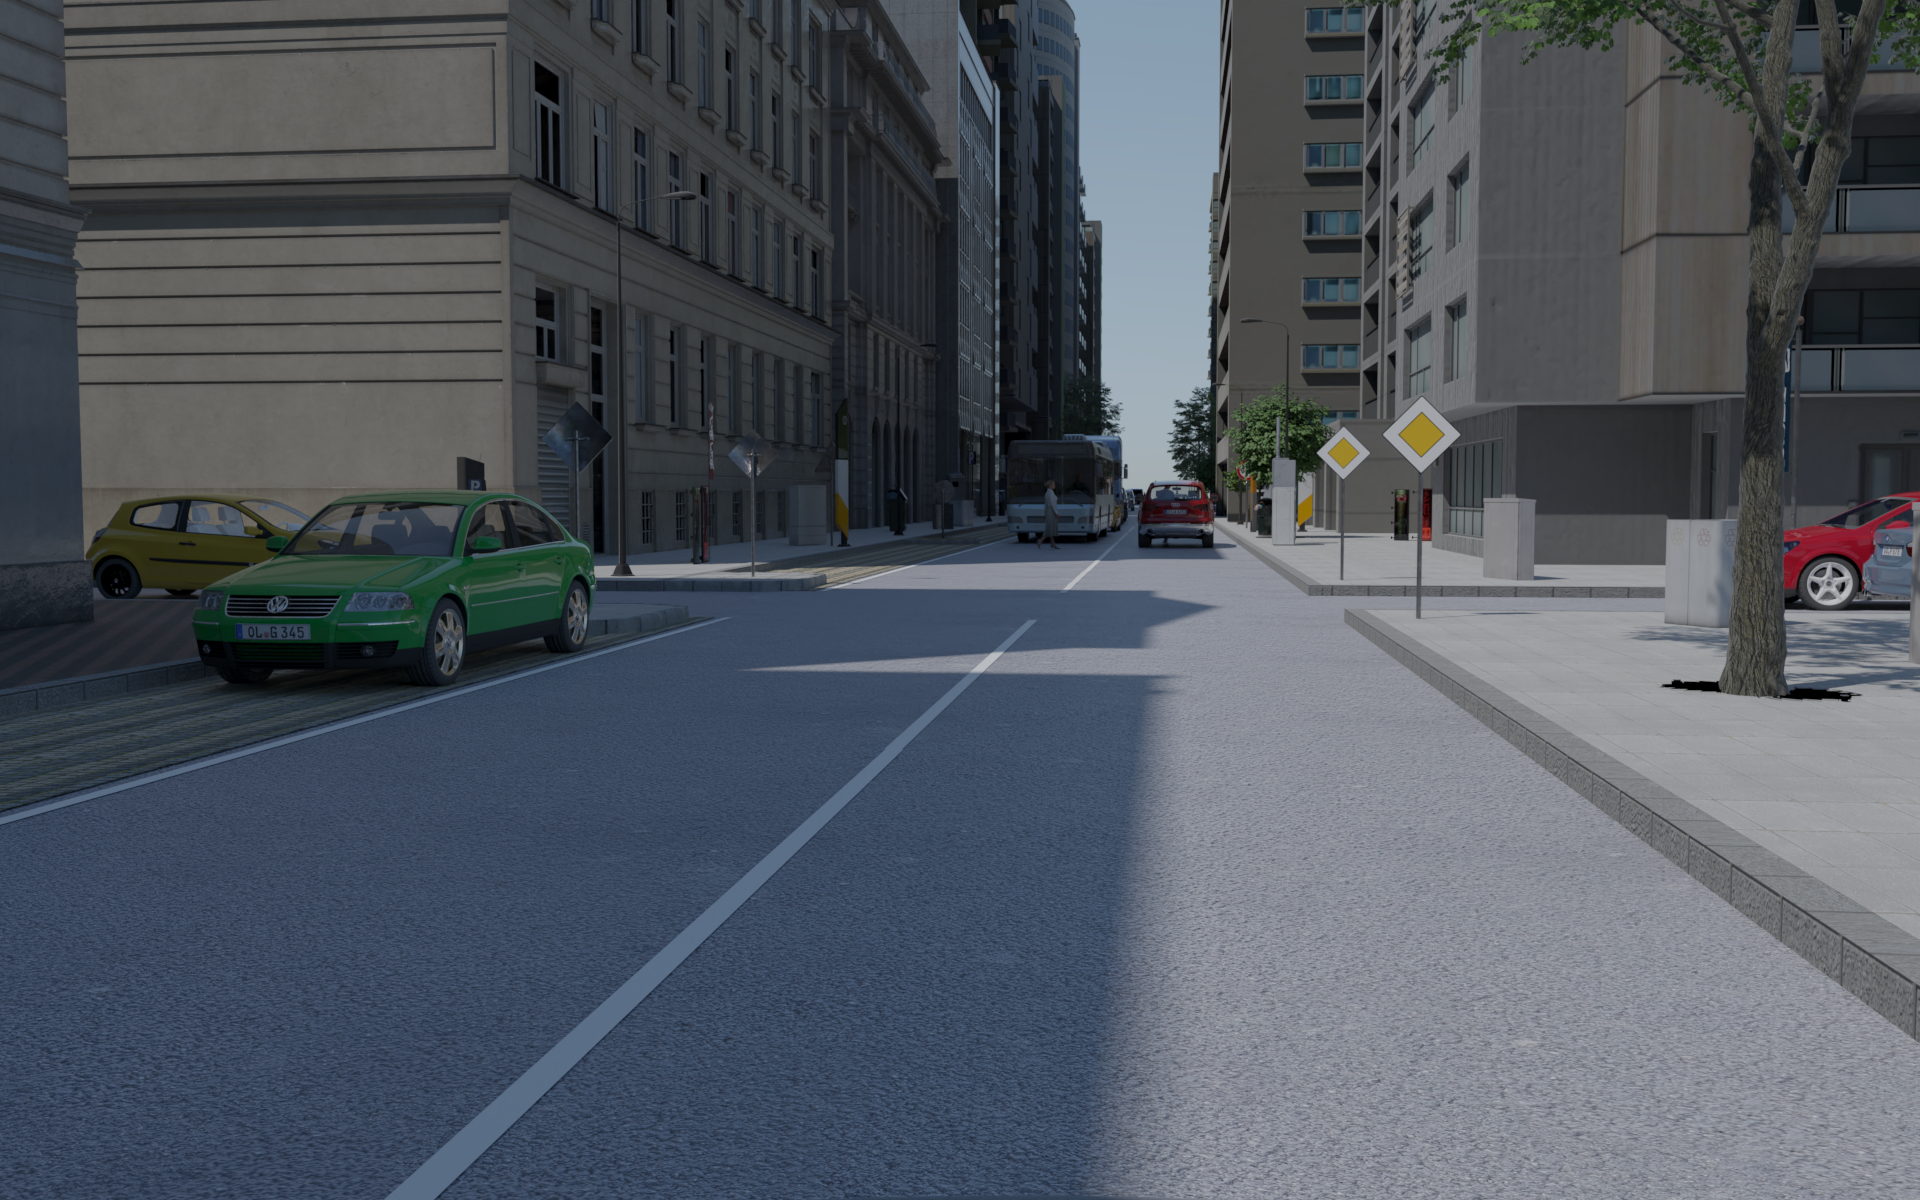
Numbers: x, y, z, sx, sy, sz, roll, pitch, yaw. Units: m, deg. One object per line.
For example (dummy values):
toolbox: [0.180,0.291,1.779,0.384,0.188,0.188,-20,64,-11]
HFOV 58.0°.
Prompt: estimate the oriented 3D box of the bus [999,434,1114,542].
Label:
bus: [3.334,-3.689,55.180,2.948,3.499,13.247,0,4,7]

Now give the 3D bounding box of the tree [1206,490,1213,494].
tree: [20.504,-8.739,137.483,1.663,3.219,1.824,0,3,0]

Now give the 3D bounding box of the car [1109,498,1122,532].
car: [5.278,-3.460,66.795,2.015,1.641,3.980,1,4,9]

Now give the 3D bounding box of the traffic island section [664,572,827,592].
traffic island section: [-3.227,-0.279,26.843,2.009,0.180,2.903,0,4,7]

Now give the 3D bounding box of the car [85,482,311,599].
car: [-9.798,-0.827,23.747,3.980,1.641,2.015,0,4,6]

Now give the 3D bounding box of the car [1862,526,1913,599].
car: [12.689,-0.457,19.468,4.499,1.417,2.014,0,4,6]

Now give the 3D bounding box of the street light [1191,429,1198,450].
street light: [17.277,-9.183,122.690,1.470,5.913,1.316,0,4,7]

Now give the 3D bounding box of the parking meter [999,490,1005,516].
parking meter: [2.453,-5.682,101.308,0.372,1.533,0.369,0,3,0]

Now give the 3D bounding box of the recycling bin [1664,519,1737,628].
recycling bin: [7.428,-0.269,16.951,0.722,1.027,0.722,-1,4,-19]

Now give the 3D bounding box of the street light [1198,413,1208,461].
street light: [14.491,-7.735,99.012,1.470,5.913,1.316,0,4,7]

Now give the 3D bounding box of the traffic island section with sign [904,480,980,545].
traffic island section with sign: [-0.476,-2.504,49.574,1.989,1.847,2.006,0,4,7]

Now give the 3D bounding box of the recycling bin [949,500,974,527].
recycling bin: [0.061,-3.442,68.835,0.722,1.027,0.722,3,5,40]

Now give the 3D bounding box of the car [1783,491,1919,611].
car: [12.036,-0.784,21.862,4.494,1.783,2.155,0,4,7]

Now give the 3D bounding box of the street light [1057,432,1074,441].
street light: [7.866,-9.627,129.936,1.470,5.913,1.316,0,4,7]

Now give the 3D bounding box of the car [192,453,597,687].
car: [-4.480,-0.338,14.327,1.959,1.807,4.718,0,4,7]

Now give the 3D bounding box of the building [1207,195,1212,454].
building: [45.882,-35.944,242.310,22.147,44.769,28.867,0,4,7]

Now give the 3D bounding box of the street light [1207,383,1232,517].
street light: [11.215,-6.109,72.430,1.470,5.913,1.316,0,4,7]

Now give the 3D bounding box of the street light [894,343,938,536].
street light: [-1.366,-4.951,53.495,1.470,5.913,1.316,0,4,7]

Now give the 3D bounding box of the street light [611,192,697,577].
street light: [-4.734,-3.320,26.816,1.470,5.913,1.316,0,4,7]

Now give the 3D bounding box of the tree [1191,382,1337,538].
tree: [9.324,-4.095,50.670,4.285,4.588,4.351,0,3,0]

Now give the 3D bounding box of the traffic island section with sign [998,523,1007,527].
traffic island section with sign: [2.764,-4.141,76.335,1.989,1.847,2.006,0,4,7]

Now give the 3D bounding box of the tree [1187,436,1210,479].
tree: [29.133,-15.898,210.286,4.737,8.622,4.395,0,3,0]

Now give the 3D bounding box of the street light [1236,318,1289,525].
street light: [8.100,-4.482,45.828,1.470,5.913,1.316,0,4,7]

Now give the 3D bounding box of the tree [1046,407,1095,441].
tree: [9.406,-11.981,146.243,4.737,8.622,4.395,0,3,0]

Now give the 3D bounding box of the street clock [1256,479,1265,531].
street clock: [10.449,-3.414,60.390,0.471,2.002,0.358,-3,5,-45]

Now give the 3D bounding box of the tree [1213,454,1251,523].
tree: [12.628,-5.130,78.471,1.663,3.219,1.824,0,3,0]

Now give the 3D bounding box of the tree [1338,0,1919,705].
tree: [5.282,-5.198,10.750,9.928,11.665,9.643,0,3,0]

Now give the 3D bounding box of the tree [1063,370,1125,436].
tree: [12.108,-16.603,178.111,9.857,13.997,8.962,0,3,0]

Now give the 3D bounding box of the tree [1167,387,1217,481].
tree: [25.359,-16.170,182.509,7.486,12.596,7.792,0,3,0]

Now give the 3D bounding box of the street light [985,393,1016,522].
street light: [1.883,-6.577,80.081,1.470,5.913,1.316,0,4,7]

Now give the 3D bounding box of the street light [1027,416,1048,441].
street light: [4.539,-8.001,103.360,1.470,5.913,1.316,0,4,7]

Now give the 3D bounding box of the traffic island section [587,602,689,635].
traffic island section: [-4.187,0.206,18.916,2.009,0.180,2.903,0,4,7]

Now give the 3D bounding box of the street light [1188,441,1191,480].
street light: [20.527,-10.809,149.276,1.470,5.913,1.316,0,4,7]

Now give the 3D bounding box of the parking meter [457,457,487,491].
parking meter: [-7.680,-1.318,27.268,0.255,1.863,0.399,3,5,43]

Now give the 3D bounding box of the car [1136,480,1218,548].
car: [5.976,-2.393,47.797,2.281,1.827,5.304,0,4,8]

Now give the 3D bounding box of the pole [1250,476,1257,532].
pole: [9.867,-3.935,58.175,0.158,3.312,0.155,0,3,0]

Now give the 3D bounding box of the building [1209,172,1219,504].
building: [39.150,-32.908,221.638,14.154,41.232,14.086,0,4,7]

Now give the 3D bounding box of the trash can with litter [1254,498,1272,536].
trash can with litter: [9.374,-2.576,53.503,0.624,1.170,1.055,0,4,6]
